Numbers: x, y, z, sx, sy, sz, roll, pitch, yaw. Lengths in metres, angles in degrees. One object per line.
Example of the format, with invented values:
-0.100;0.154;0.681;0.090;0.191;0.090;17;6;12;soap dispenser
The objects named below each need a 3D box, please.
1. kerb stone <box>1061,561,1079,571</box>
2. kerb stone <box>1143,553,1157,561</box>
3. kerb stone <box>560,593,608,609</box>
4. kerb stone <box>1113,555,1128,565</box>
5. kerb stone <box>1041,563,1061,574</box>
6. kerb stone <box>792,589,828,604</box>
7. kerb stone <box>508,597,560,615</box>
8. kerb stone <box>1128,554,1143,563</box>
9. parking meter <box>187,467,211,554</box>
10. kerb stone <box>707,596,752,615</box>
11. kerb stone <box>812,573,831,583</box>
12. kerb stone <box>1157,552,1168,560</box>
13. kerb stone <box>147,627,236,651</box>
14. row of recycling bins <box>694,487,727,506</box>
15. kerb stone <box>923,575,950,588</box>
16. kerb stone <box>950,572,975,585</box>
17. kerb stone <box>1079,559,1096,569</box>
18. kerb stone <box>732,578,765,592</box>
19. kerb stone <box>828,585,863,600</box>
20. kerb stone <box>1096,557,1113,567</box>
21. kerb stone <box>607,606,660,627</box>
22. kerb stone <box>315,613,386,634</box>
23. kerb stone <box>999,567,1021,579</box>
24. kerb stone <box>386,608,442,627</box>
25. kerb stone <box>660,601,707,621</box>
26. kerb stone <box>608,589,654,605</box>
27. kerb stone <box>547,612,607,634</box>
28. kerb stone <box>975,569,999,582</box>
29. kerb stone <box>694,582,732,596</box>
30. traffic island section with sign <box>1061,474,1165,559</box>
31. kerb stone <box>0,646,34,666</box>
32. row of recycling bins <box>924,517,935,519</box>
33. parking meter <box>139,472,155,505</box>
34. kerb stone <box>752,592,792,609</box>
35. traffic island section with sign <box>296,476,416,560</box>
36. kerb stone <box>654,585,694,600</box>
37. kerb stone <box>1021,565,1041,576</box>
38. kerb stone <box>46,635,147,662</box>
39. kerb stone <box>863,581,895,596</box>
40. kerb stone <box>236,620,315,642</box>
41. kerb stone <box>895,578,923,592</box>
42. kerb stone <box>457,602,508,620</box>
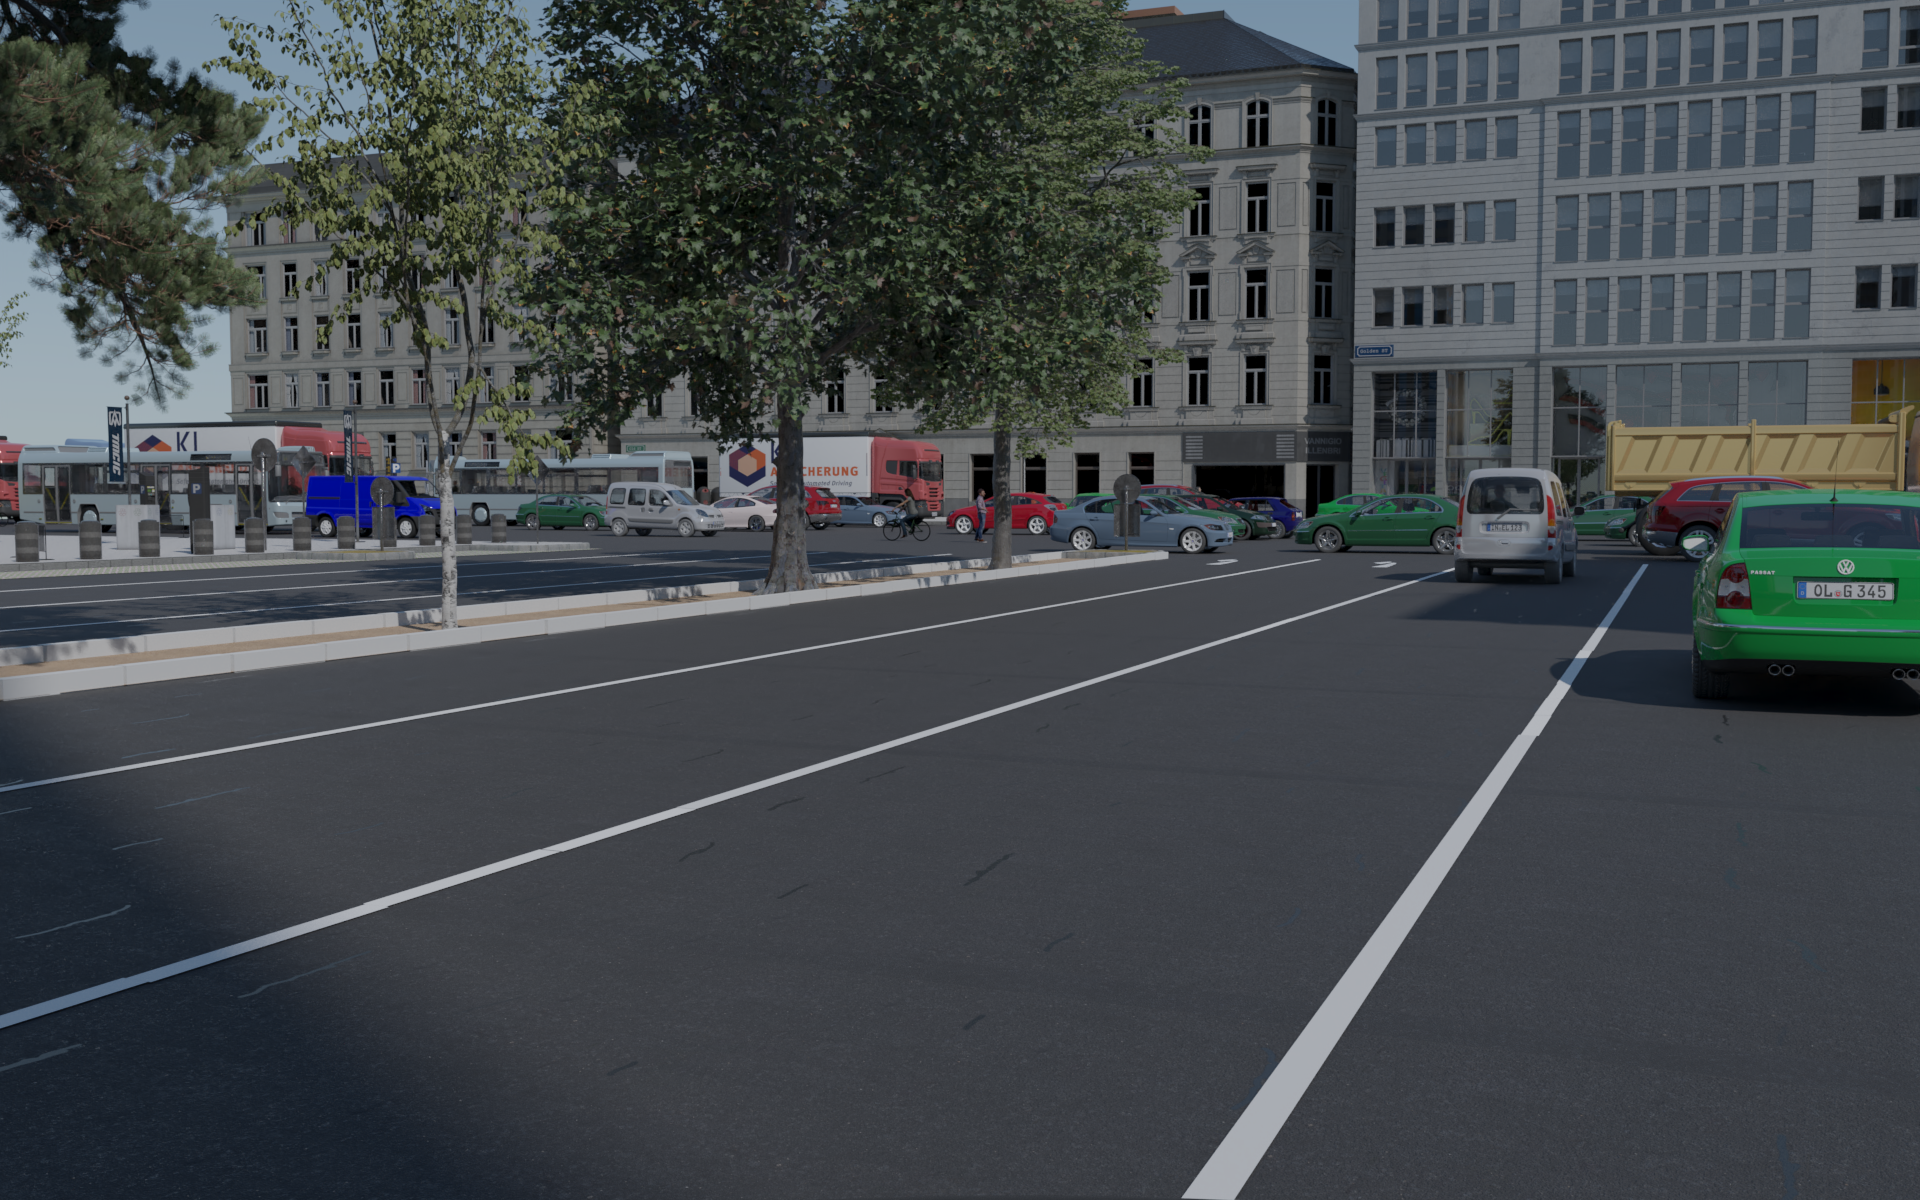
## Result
1.967;-0.622;32.419;0.120;0.150;1.000;1;4;23;kerb stone
3.978;-0.912;37.160;0.120;0.150;1.000;1;4;23;kerb stone
-4.805;0.022;21.835;0.120;0.150;1.000;1;4;23;kerb stone
3.170;-0.799;35.265;0.120;0.150;1.000;1;4;23;kerb stone
1.567;-0.567;31.469;0.120;0.150;1.000;1;4;23;kerb stone
-2.058;-0.044;22.920;0.120;0.150;1.000;1;4;23;kerb stone
-5.201;0.080;20.886;0.120;0.150;1.000;1;4;23;kerb stone
3.579;-0.857;36.213;0.120;0.150;1.000;1;4;23;kerb stone
-16.368;-1.930;37.270;0.399;1.863;0.255;0;4;5;parking meter
-2.863;0.072;21.010;0.120;0.150;1.000;1;4;23;kerb stone
-2.373;-0.327;27.544;0.120;0.150;1.000;1;4;23;kerb stone
4.384;-0.967;38.106;0.120;0.150;1.000;1;4;23;kerb stone
-7.213;0.370;16.151;0.120;0.150;1.000;1;4;23;kerb stone
-14.811;-5.510;97.196;3.534;1.692;1.069;-2;4;-32;row of recycling bins
-0.447;-0.277;26.730;0.120;0.150;1.000;1;4;23;kerb stone
-0.041;-0.335;27.675;0.120;0.150;1.000;1;4;23;kerb stone
2.365;-0.683;33.368;0.120;0.150;1.000;1;4;23;kerb stone
-3.185;-0.206;25.654;0.120;0.150;1.000;1;4;23;kerb stone
-1.653;-0.095;23.877;0.120;0.150;1.000;1;4;23;kerb stone
2.772;-0.741;34.312;0.120;0.150;1.000;1;4;23;kerb stone
-3.669;0.192;19.117;0.120;0.150;1.000;1;4;23;kerb stone
-6.406;0.258;18.046;0.120;0.150;1.000;1;4;23;kerb stone
0.760;-0.451;29.572;0.120;0.150;1.000;1;4;23;kerb stone
-5.996;0.197;18.989;0.120;0.150;1.000;1;4;23;kerb stone
-3.271;0.132;20.066;0.120;0.150;1.000;1;4;23;kerb stone
-4.389;-0.036;22.780;0.120;0.150;1.000;1;4;23;kerb stone
-4.066;0.247;18.167;0.120;0.150;1.000;1;4;23;kerb stone
0.360;-0.393;28.622;0.120;0.150;1.000;1;4;23;kerb stone
-3.589;-0.150;24.690;0.120;0.150;1.000;1;4;23;kerb stone
3.546;-1.873;38.763;2.006;1.907;1.989;1;4;23;traffic island section with sign
-8.019;0.491;14.242;0.120;0.150;1.000;1;4;23;kerb stone
-2.742;-4.970;88.368;3.534;1.692;1.069;-3;5;-42;row of recycling bins
-21.813;-2.496;46.522;0.399;1.863;0.255;3;4;36;parking meter
-2.455;0.016;21.954;0.120;0.150;1.000;1;4;23;kerb stone
-13.204;-1.814;38.283;1.989;1.847;2.006;1;4;23;traffic island section with sign
-3.997;-0.091;23.736;0.120;0.150;1.000;1;4;23;kerb stone
1.161;-0.507;30.524;0.120;0.150;1.000;1;4;23;kerb stone
-7.610;0.429;15.186;0.120;0.150;1.000;1;4;23;kerb stone
-1.240;-0.156;24.827;0.120;0.150;1.000;1;4;23;kerb stone
-6.813;0.312;17.099;0.120;0.150;1.000;1;4;23;kerb stone
-0.849;-0.219;25.779;0.120;0.150;1.000;1;4;23;kerb stone
-5.604;0.138;19.940;0.120;0.150;1.000;1;4;23;kerb stone
